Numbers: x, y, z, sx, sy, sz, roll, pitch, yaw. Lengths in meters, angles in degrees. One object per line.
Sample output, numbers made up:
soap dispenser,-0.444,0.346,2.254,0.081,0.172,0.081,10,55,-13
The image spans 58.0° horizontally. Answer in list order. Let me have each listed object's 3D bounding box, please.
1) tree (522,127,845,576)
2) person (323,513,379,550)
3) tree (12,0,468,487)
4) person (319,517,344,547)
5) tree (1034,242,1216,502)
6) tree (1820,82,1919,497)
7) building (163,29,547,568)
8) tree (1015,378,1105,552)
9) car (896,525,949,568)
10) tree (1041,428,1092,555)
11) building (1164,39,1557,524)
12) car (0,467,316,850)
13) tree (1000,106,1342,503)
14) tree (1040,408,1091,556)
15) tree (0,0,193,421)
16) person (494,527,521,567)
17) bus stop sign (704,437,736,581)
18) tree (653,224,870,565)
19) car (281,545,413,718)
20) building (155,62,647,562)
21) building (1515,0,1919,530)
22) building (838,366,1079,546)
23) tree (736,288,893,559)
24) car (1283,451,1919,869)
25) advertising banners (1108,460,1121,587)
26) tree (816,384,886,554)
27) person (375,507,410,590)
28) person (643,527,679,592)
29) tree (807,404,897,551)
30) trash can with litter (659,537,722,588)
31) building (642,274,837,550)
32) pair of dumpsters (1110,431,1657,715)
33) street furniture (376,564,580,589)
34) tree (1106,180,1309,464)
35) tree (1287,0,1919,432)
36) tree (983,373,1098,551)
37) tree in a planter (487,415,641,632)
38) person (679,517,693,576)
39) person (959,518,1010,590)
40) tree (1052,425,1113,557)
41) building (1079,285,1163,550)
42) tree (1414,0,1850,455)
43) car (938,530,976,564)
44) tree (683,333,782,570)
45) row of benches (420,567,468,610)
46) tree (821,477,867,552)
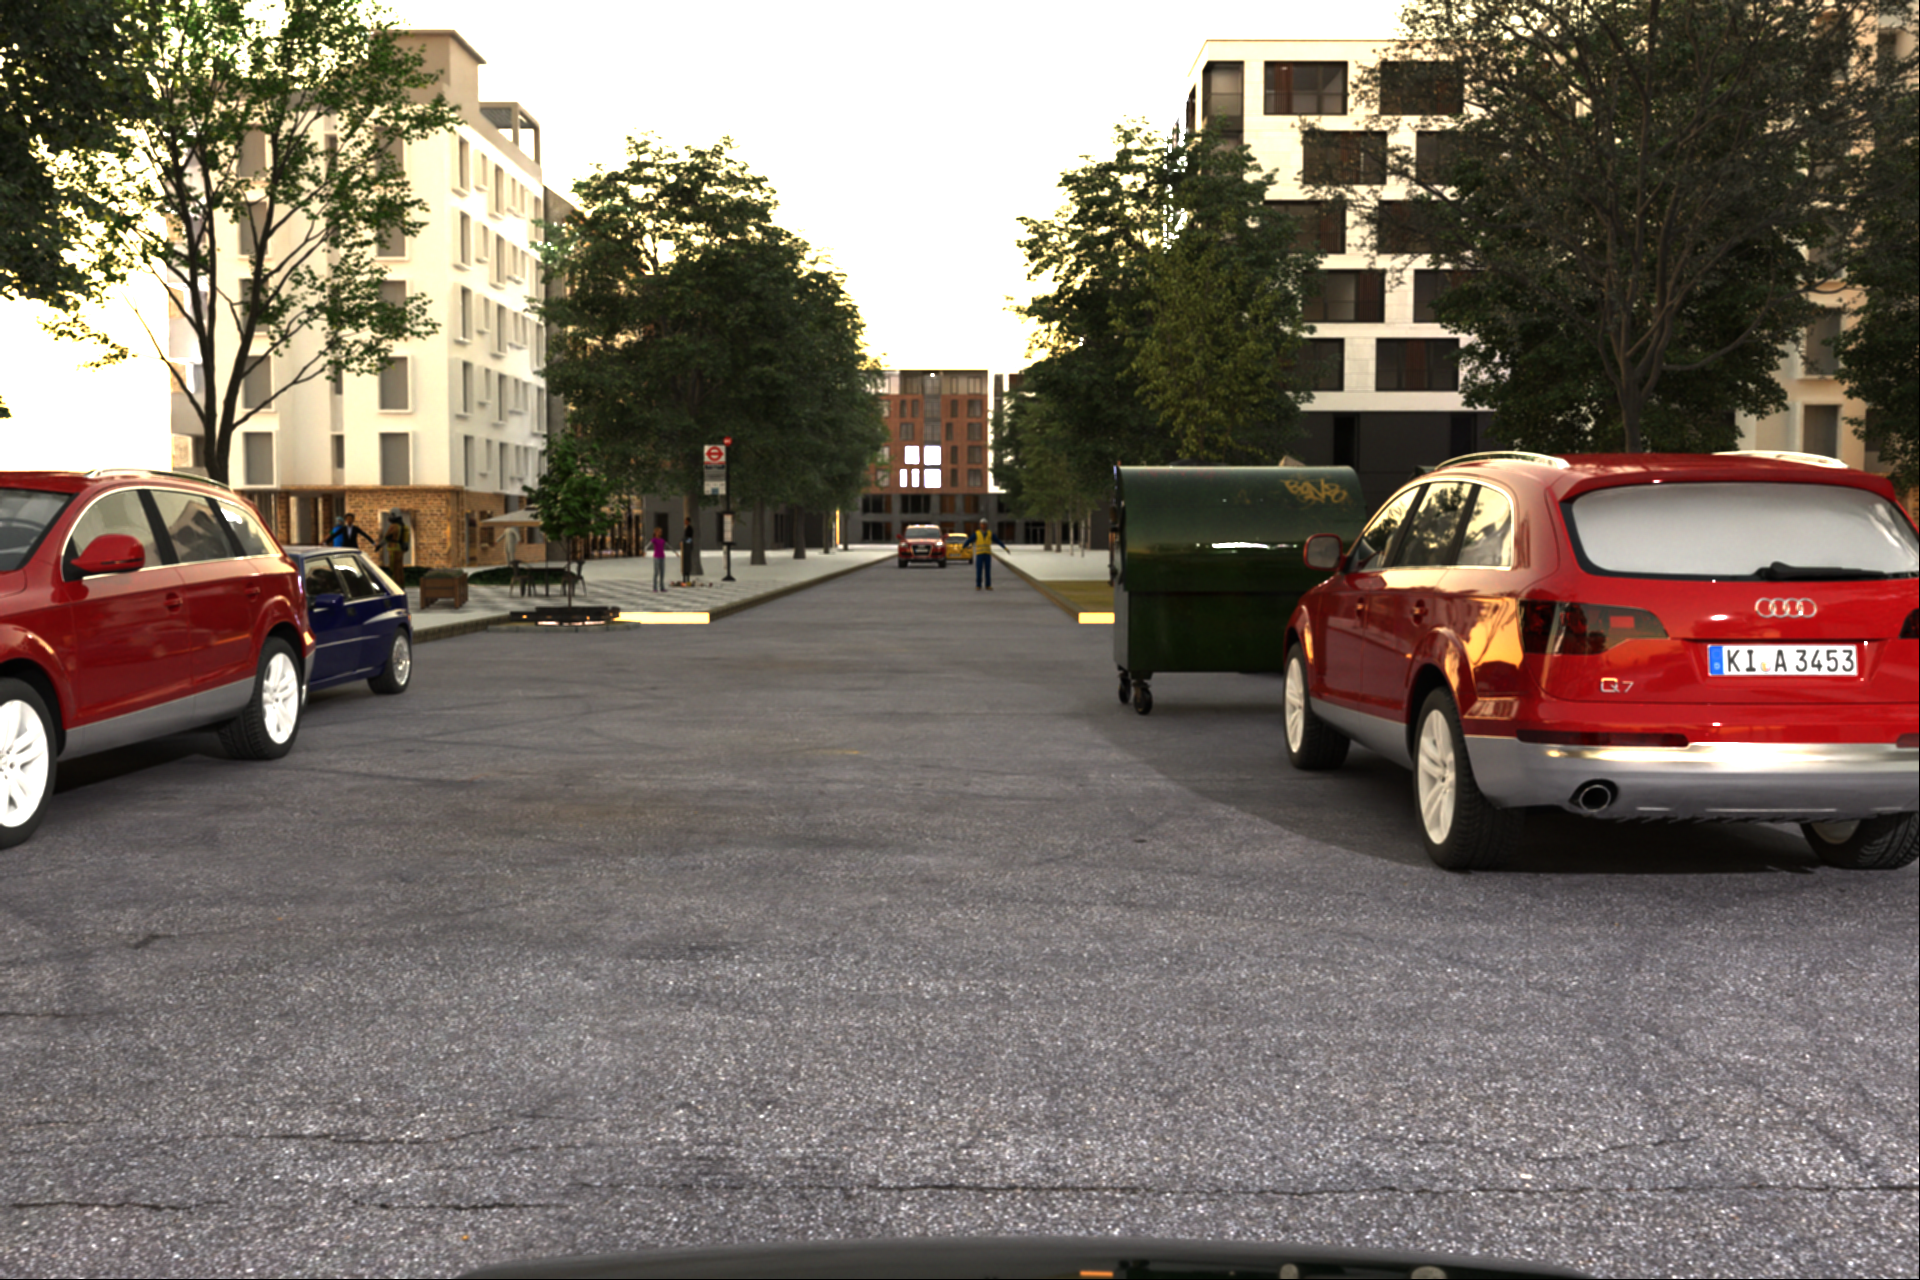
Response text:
tree,-8.421,-8.974,53.387,9.857,13.997,8.962,0,3,0
person,-13.445,-1.924,38.172,1.216,1.740,0.721,-1,4,-14
tree,-11.814,-6.221,27.474,9.928,11.665,9.643,0,3,0
person,-19.145,-2.892,53.418,1.347,1.817,0.704,1,4,18
tree,6.668,-9.172,68.091,7.486,12.596,7.792,0,3,0
tree,26.492,-8.352,43.209,9.857,13.997,8.962,0,3,0
building,-23.910,-12.840,66.354,16.016,20.090,11.380,0,3,0
tree,7.237,-12.409,121.013,7.486,12.596,7.792,0,3,0
car,-1.604,-4.058,75.025,2.281,1.827,5.304,0,4,0
tree,6.699,-9.608,107.456,4.360,8.622,3.978,0,3,0
building,24.004,-14.941,88.262,27.936,21.610,32.646,0,4,0
car,-5.318,-0.052,9.526,2.281,1.827,5.304,0,4,0
tree,6.276,-8.841,51.206,9.857,13.997,8.962,0,3,0
tree,6.376,-9.246,101.529,4.360,8.622,3.978,0,3,0
tree,-12.048,-6.718,16.503,9.857,13.997,8.962,0,3,0
person,-15.354,-3.231,59.017,1.347,1.806,0.705,3,4,37
bus stop sign,-6.573,-3.595,47.476,0.855,3.939,0.416,0,4,0
tree,-8.505,-10.102,71.831,9.857,13.997,8.962,0,3,0
car,-5.864,-0.102,14.255,1.945,1.354,3.894,0,3,0
building,-27.365,-15.794,89.168,19.493,23.208,18.063,0,4,1
building,26.101,-12.675,63.650,16.016,20.090,11.380,0,4,0
building,1.272,-23.063,223.507,32.646,21.610,27.936,0,3,0
tree,-8.141,-11.127,88.588,9.857,13.997,8.962,0,3,0
car,3.043,-0.017,8.943,2.281,1.827,5.304,0,3,0
advertising banners,3.740,-2.791,41.814,0.090,3.025,2.074,0,4,-2
tree,-8.625,-11.370,111.654,9.928,11.665,9.643,0,3,0
person,-12.116,-1.919,37.139,0.705,1.858,1.354,1,4,9
person,-6.623,-1.777,38.317,0.599,1.433,0.991,3,5,42
tree,-8.492,-12.448,129.282,9.928,11.665,9.643,0,3,0
trash can with litter,-6.554,-1.926,42.552,1.678,1.210,2.233,0,4,1
building,-25.692,-18.873,152.544,27.936,21.610,32.646,0,4,-1
pair of dumpsters,3.444,-0.568,14.245,4.436,2.255,1.574,0,4,-1
street furniture,-15.003,-1.737,44.027,10.072,0.657,5.734,2,4,26
tree,4.985,-5.248,36.175,4.737,8.622,4.395,0,3,0
tree,10.060,-7.046,25.580,12.009,13.543,11.850,0,3,0
tree,6.593,-13.729,131.124,9.857,13.997,8.962,0,3,0
tree in a planter,-5.919,-1.770,26.158,1.991,3.239,1.994,0,3,0
person,-8.432,-2.902,53.665,0.704,1.802,1.346,0,4,4
person,0.613,-2.202,44.431,1.349,1.833,0.705,-1,4,-10
tree,6.558,-8.818,94.532,4.360,8.622,3.978,0,3,0
building,24.680,-19.238,158.513,27.936,21.610,32.646,0,3,0
tree,14.793,-8.087,38.881,9.857,13.997,8.962,0,3,0
car,-0.201,-4.498,83.773,2.015,1.641,3.980,0,4,0
tree,-8.707,-6.848,62.324,4.360,8.622,3.978,0,3,0
row of benches,-9.289,-0.965,31.239,1.422,0.672,4.104,-1,4,-13
tree,-8.577,-10.406,120.498,4.737,8.622,4.395,0,3,0
